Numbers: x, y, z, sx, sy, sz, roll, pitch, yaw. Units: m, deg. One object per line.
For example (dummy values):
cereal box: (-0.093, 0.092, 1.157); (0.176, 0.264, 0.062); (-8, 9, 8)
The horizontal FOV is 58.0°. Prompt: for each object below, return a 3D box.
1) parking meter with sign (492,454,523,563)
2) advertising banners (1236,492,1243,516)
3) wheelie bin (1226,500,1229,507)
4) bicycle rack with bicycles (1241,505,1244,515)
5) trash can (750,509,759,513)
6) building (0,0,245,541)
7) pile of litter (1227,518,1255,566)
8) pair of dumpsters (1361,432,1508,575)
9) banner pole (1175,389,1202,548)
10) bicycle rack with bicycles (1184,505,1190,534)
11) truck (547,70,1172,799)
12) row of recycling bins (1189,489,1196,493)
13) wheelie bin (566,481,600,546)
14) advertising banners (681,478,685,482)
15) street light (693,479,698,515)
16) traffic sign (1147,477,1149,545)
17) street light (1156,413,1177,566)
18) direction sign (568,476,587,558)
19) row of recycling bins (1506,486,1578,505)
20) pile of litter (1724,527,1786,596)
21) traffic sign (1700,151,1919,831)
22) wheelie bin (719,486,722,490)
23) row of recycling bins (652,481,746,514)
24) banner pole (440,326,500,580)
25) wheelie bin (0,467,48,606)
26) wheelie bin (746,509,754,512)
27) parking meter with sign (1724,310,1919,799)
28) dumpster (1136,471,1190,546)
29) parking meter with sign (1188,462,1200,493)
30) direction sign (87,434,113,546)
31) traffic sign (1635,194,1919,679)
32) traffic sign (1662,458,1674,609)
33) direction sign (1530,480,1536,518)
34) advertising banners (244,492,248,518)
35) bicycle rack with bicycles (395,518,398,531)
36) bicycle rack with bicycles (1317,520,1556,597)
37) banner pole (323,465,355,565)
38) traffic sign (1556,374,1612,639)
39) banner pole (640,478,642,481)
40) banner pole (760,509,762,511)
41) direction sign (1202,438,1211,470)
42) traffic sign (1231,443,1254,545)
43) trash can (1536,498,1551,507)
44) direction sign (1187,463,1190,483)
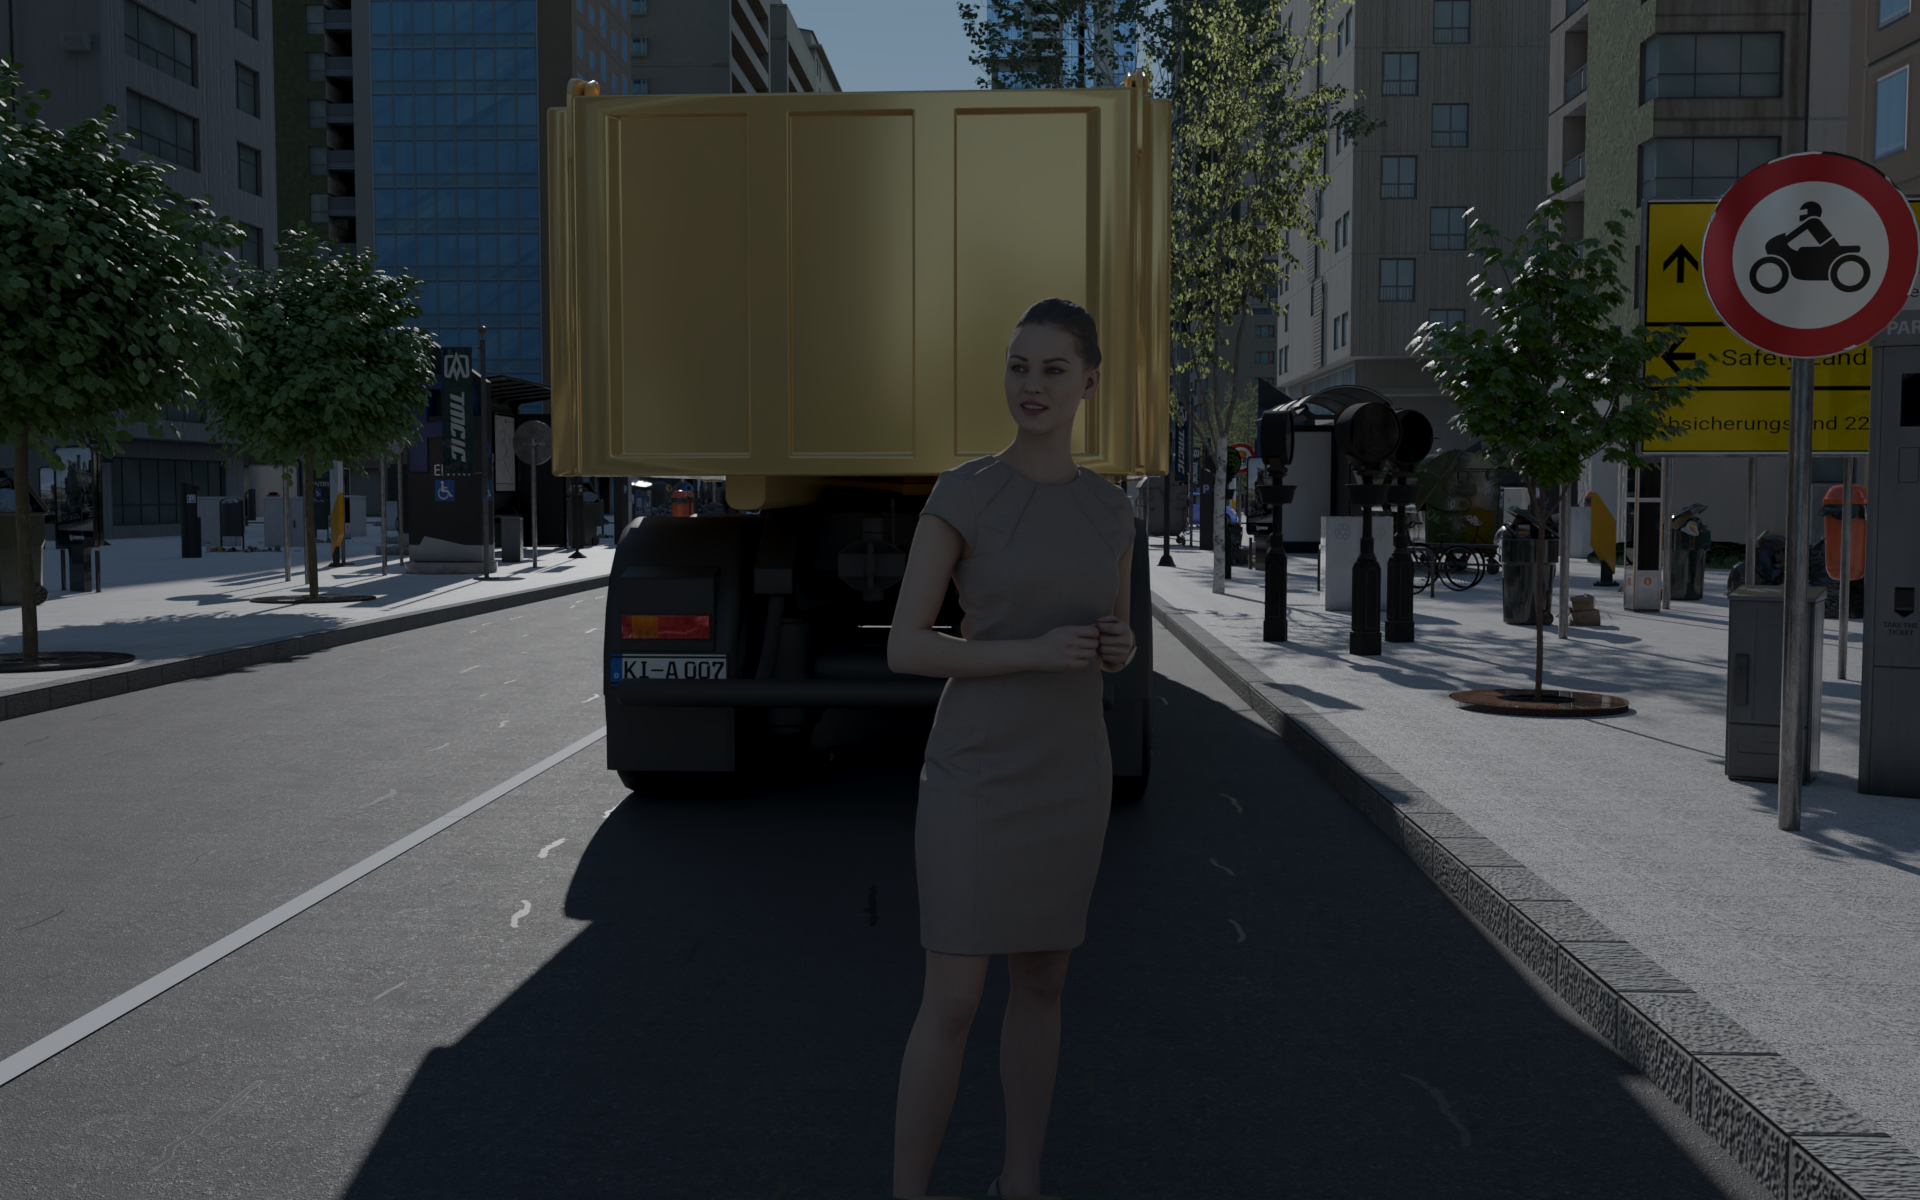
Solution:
parking meter with sign: (-9.103, -2.213, 32.442); (1.738, 3.016, 0.543); (0, 4, -5)
advertising banners: (14.688, -6.117, 96.205); (2.074, 3.025, 0.090); (1, 4, 9)
wheelie bin: (12.423, -4.549, 82.290); (0.980, 1.594, 0.693); (-3, 4, -38)
bicycle rack with bicycles: (18.678, -5.635, 105.516); (2.852, 0.926, 2.925); (-3, 5, -45)
trash can: (-13.887, -6.448, 117.071); (0.748, 1.137, 0.748); (0, 3, 0)
building: (-29.854, -17.250, 53.740); (14.107, 30.474, 14.160); (0, 4, 2)
pile of litter: (5.193, -1.077, 31.582); (1.176, 0.858, 1.719); (2, 4, 23)
pair of dumpsters: (8.007, -1.651, 29.480); (1.574, 2.255, 4.437); (0, 4, 2)
banner pole: (5.387, -3.141, 41.371); (0.863, 3.779, 0.401); (-3, 5, -42)
bicycle rack with bicycles: (7.517, -2.614, 56.129); (2.852, 0.926, 2.925); (0, 4, 6)
truck: (-0.110, -0.972, 11.823); (3.469, 3.379, 9.791); (0, 4, 4)
row of recycling bins: (18.987, -8.086, 139.311); (3.534, 1.692, 1.069); (-1, 4, -10)
wheelie bin: (-9.370, -2.145, 42.983); (0.980, 1.594, 0.693); (2, 4, 29)
advertising banners: (-13.738, -5.606, 87.844); (0.090, 3.025, 2.074); (-2, 4, -32)
street light: (-5.526, -4.101, 39.600); (1.470, 5.913, 1.316); (0, 4, 2)
traffic sign: (4.561, -2.441, 42.035); (0.606, 2.300, 0.079); (0, 4, 4)
street light: (3.140, -3.558, 30.716); (1.470, 5.913, 1.316); (0, 4, 2)
direction sign: (-7.656, -2.603, 34.551); (0.876, 3.537, 0.379); (-2, 4, -32)
row of recycling bins: (29.228, -4.917, 87.505); (3.534, 1.692, 1.069); (2, 4, 24)
pile of litter: (10.505, -0.488, 21.945); (1.719, 0.858, 1.176); (0, 4, 4)
traffic sign: (3.172, -0.394, 6.548); (0.768, 2.556, 0.104); (1, 4, 10)
wheelie bin: (-9.704, -3.818, 70.329); (0.693, 1.594, 0.980); (-1, 4, -14)
row of recycling bins: (-8.802, -3.095, 57.713); (3.534, 1.692, 1.069); (-2, 4, -35)
banner pole: (-7.345, -2.195, 25.913); (0.863, 3.779, 0.401); (0, 4, -2)
wheelie bin: (-11.002, -0.742, 20.038); (0.980, 1.594, 0.693); (3, 5, 40)
wheelie bin: (-15.095, -7.159, 124.951); (0.693, 1.594, 0.980); (2, 4, 34)
parking meter with sign: (4.229, -0.677, 7.327); (1.738, 3.016, 0.543); (2, 4, 33)
dumpster: (5.120, -2.321, 43.710); (1.264, 1.857, 1.865); (0, 4, 2)
parking meter with sign: (13.334, -6.017, 94.636); (1.738, 3.016, 0.543); (3, 5, 39)
direction sign: (-21.411, -3.128, 43.147); (0.379, 3.537, 0.876); (1, 4, 15)
traffic sign: (5.792, -1.103, 11.913); (2.265, 3.308, 0.079); (0, 4, 3)
traffic sign: (7.867, -1.169, 19.218); (0.768, 2.556, 0.104); (1, 4, 11)
direction sign: (6.762, -1.738, 20.409); (0.379, 3.537, 0.876); (0, 4, -4)
advertising banners: (-36.398, -5.554, 86.989); (0.090, 3.025, 2.074); (1, 4, 12)
bicycle rack with bicycles: (-16.645, -2.635, 56.469); (2.925, 0.926, 2.852); (3, 5, 42)
bicycle rack with bicycles: (5.972, -0.583, 22.921); (2.852, 0.926, 2.925); (-3, 4, -39)
banner pole: (-11.395, -2.533, 31.425); (0.863, 3.779, 0.401); (2, 4, 27)
traffic sign: (5.351, -0.929, 15.289); (0.768, 2.556, 0.104); (1, 4, 10)
banner pole: (-18.996, -6.840, 101.859); (0.863, 3.779, 0.401); (-1, 4, -21)
banner pole: (-8.030, -4.775, 68.086); (0.863, 3.779, 0.401); (1, 4, 19)
direction sign: (9.957, -4.770, 69.979); (0.379, 3.537, 0.876); (-1, 4, -13)
traffic sign: (6.955, -2.625, 43.026); (0.768, 2.556, 0.104); (0, 4, 7)
trash can: (21.193, -3.157, 63.277); (0.748, 1.137, 0.748); (0, 3, 0)
direction sign: (17.068, -8.262, 127.088); (0.876, 3.537, 0.379); (1, 4, 20)
